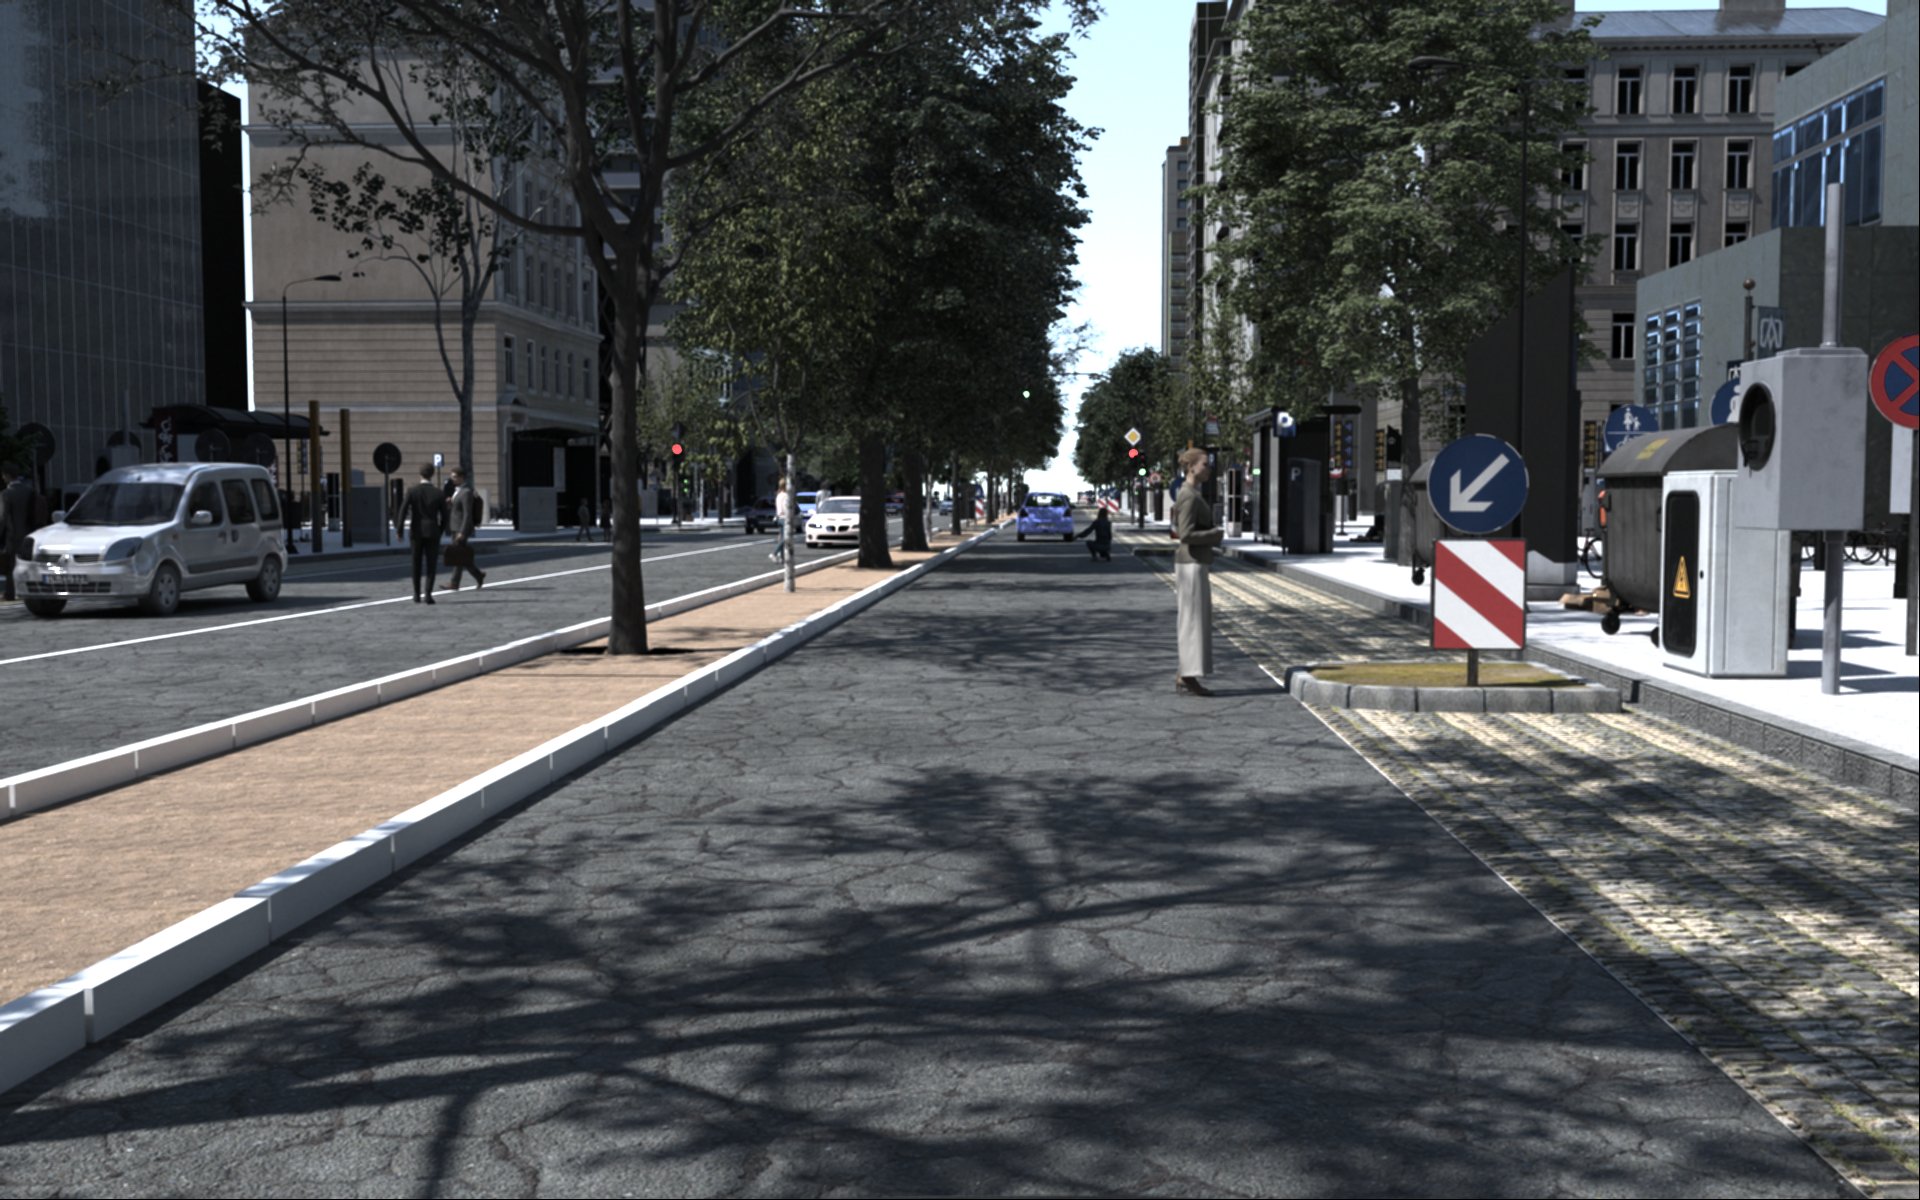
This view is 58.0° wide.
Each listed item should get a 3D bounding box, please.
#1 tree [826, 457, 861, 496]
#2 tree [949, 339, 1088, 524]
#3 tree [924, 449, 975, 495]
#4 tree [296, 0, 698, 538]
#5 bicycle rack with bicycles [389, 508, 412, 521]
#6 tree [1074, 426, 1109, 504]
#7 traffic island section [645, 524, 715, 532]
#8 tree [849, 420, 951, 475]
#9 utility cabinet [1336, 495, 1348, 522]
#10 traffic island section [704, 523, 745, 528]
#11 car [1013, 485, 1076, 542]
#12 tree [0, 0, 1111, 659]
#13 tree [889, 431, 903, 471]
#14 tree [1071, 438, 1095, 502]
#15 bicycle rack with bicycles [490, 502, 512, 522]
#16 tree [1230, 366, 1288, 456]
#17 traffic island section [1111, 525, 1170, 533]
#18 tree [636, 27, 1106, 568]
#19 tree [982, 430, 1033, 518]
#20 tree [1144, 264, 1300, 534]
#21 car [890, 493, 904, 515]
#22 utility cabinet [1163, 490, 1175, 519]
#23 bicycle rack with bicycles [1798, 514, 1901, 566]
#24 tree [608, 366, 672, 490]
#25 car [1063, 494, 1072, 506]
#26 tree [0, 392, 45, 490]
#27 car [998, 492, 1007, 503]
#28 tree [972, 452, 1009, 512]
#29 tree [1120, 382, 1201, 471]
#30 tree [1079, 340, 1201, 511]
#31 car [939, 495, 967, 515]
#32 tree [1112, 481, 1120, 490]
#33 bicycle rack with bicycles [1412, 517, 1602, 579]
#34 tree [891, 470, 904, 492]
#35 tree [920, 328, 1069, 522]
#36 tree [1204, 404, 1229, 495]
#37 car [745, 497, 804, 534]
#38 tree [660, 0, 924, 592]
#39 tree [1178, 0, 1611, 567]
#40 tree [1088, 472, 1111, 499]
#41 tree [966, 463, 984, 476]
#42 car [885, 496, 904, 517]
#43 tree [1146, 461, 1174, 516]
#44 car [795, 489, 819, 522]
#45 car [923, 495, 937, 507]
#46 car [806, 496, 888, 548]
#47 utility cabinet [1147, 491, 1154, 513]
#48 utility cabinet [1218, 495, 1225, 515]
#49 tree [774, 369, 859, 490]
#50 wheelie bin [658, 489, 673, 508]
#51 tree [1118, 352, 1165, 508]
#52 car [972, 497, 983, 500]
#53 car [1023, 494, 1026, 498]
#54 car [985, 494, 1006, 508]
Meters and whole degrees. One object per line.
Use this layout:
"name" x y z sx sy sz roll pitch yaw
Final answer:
"tree" -9.256 -9.621 141.012 4.285 4.588 4.351 0 3 0
"tree" 1.286 -8.731 79.617 8.767 10.594 7.601 0 4 3
"tree" -1.752 -21.420 267.226 9.611 12.733 9.660 0 3 0
"tree" -13.812 -11.988 51.898 12.611 20.169 13.585 0 3 0
"bicycle rack with bicycles" -27.766 -4.280 83.360 2.925 0.926 2.852 -3 4 -36
"tree" 19.499 -19.824 242.254 7.486 12.596 7.792 0 3 0
"traffic island section" -10.728 -2.682 66.123 2.009 0.180 2.903 0 4 3
"tree" -7.274 -14.473 162.390 9.928 11.665 9.643 0 3 0
"utility cabinet" 17.644 -4.209 79.977 0.306 1.237 1.020 2 4 27
"traffic island section" -10.253 -3.169 74.094 2.009 0.180 2.903 0 4 3
"car" 2.578 -2.646 52.852 1.945 1.707 3.694 0 4 1
"tree" -3.001 -6.265 15.264 12.009 13.543 11.850 0 3 0
"tree" -4.557 -18.439 219.600 7.486 12.596 7.792 0 3 0
"tree" 21.447 -21.332 274.534 9.928 11.665 9.643 0 3 0
"bicycle rack with bicycles" -21.877 -4.019 79.085 2.925 0.926 2.852 -1 4 -13
"tree" 18.235 -9.150 99.971 4.360 8.622 3.978 0 3 0
"traffic island section" 6.832 -2.618 65.077 2.009 0.180 2.903 0 4 3
"tree" -1.657 -7.588 33.173 9.857 13.997 8.962 0 3 0
"tree" 2.504 -9.175 102.838 4.360 8.622 3.978 0 3 0
"tree" 8.681 -6.421 55.350 4.737 8.622 4.395 0 3 0
"car" -3.772 -6.707 118.700 2.155 1.783 4.494 0 4 4
"utility cabinet" 10.398 -4.753 86.384 0.318 1.500 1.173 -3 4 -39
"bicycle rack with bicycles" 16.679 -1.147 32.133 2.852 0.926 2.925 -2 4 -34
"tree" -18.384 -9.136 99.731 4.360 8.622 3.978 0 3 0
"car" 9.631 -9.429 165.968 2.131 1.459 4.920 0 4 5
"tree" -15.778 -2.064 28.345 1.663 3.219 1.824 0 3 0
"car" 6.571 -16.827 283.799 2.281 1.827 5.304 0 4 3
"tree" -0.923 -5.983 50.643 4.737 8.622 4.395 0 3 0
"tree" 12.659 -9.900 112.226 4.360 8.622 3.978 0 3 0
"tree" 13.625 -12.960 128.900 9.611 12.733 9.660 0 3 0
"car" -0.360 -6.452 117.486 2.014 1.417 4.499 0 4 5
"tree" 15.471 -10.406 164.741 1.663 3.219 1.824 0 3 0
"bicycle rack with bicycles" 8.383 -0.839 27.099 2.852 0.926 2.925 -1 4 -12
"tree" -5.918 -12.640 190.377 4.285 4.588 4.351 0 3 0
"tree" 1.613 -10.189 87.179 7.486 12.596 7.792 0 3 0
"tree" 20.647 -11.409 136.894 4.360 8.622 3.978 0 3 0
"car" -6.789 -3.112 63.453 1.945 1.354 3.894 0 4 3
"tree" -2.499 -4.422 25.117 4.737 8.622 4.395 0 3 0
"tree" 7.582 -6.869 30.439 7.486 12.596 7.792 0 3 0
"tree" 17.740 -16.609 205.966 7.601 10.594 8.767 2 4 24
"tree" 0.807 -22.865 299.594 9.928 11.665 9.643 0 3 0
"car" -4.089 -5.905 109.123 1.945 1.354 3.894 0 4 5
"tree" 11.701 -6.484 100.607 1.663 3.219 1.824 0 3 0
"car" -6.922 -4.278 79.529 1.945 1.707 3.694 0 4 2
"car" -3.391 -10.591 185.736 1.945 1.354 3.894 0 4 3
"car" -3.044 -2.142 47.389 2.083 1.381 4.827 0 4 4
"utility cabinet" 12.682 -6.557 115.893 0.318 1.500 1.173 -1 4 -9
"utility cabinet" 15.778 -5.707 104.475 0.306 1.237 1.020 0 4 -4
"tree" -10.241 -12.930 129.528 7.486 12.596 7.792 0 3 0
"wheelie bin" -18.072 -6.016 106.277 0.980 1.594 0.693 0 4 -4
"tree" 14.595 -15.179 154.827 9.857 13.997 8.962 0 3 0
"car" 2.034 -12.822 221.636 2.014 1.417 4.499 0 4 2
"car" 10.966 -16.567 282.875 2.014 1.417 4.499 0 4 1
"car" 3.608 -10.271 176.974 2.155 1.783 4.494 0 4 1
